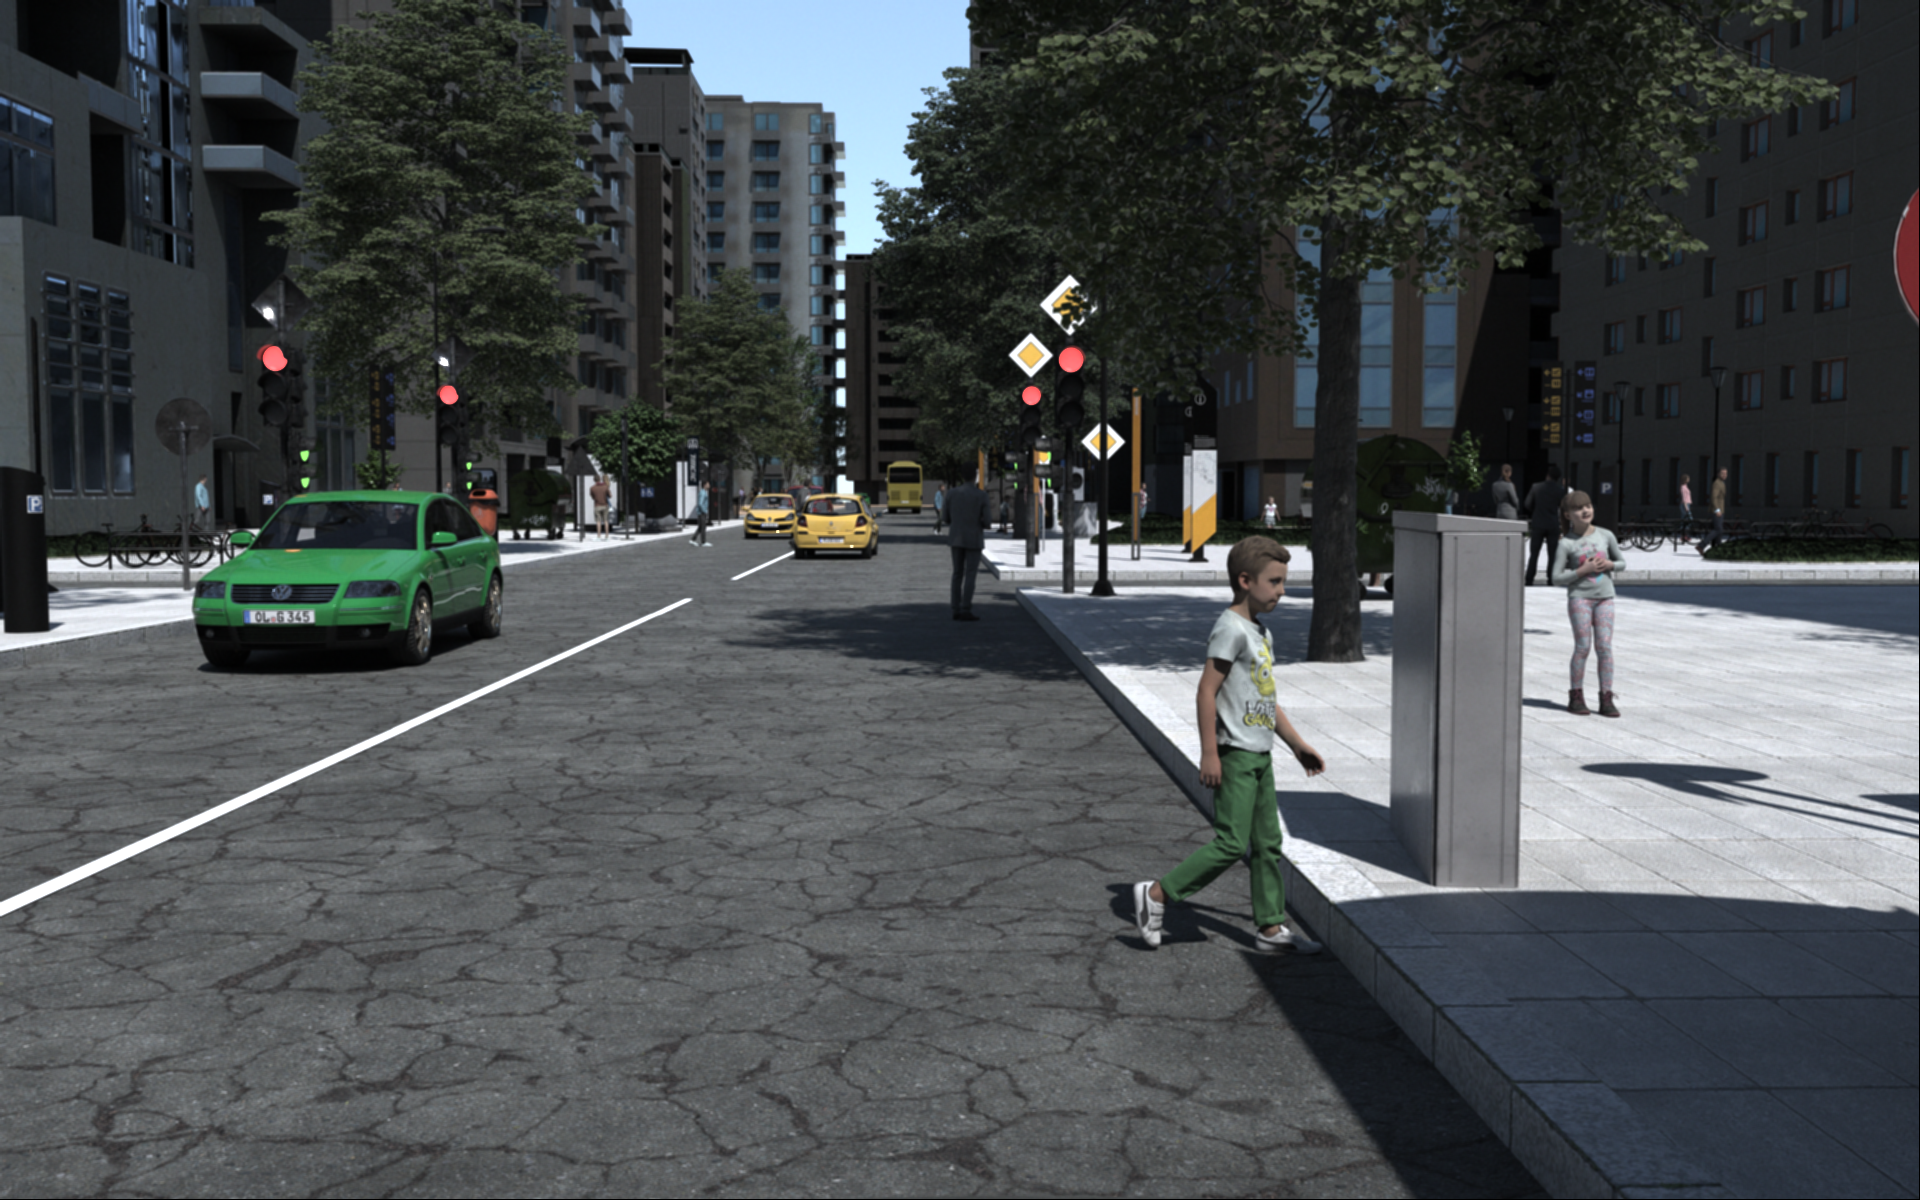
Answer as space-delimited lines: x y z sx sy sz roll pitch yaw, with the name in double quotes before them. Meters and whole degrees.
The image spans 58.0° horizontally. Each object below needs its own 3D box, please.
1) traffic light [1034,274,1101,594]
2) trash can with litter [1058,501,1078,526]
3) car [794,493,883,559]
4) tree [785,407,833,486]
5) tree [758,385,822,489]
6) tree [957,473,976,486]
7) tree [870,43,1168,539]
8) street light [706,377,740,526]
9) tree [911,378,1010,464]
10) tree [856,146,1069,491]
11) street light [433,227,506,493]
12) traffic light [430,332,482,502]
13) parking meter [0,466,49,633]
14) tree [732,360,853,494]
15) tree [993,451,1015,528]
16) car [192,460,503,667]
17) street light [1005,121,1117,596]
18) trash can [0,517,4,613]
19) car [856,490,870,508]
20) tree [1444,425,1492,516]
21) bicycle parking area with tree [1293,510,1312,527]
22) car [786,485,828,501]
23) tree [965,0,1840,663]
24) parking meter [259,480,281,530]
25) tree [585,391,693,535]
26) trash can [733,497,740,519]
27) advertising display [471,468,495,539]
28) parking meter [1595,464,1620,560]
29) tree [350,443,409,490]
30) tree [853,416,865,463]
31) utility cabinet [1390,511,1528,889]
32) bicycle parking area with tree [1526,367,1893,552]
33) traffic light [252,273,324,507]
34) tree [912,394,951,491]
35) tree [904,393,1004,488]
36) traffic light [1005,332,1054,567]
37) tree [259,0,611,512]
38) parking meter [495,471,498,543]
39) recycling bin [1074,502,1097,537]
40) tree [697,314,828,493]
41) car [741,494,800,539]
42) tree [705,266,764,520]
"traffic light" 1.383 -2.039 22.261 0.839 4.253 0.868 0 4 -1
"trash can with litter" 4.296 -3.492 68.480 0.624 1.170 1.055 -3 5 -42
"car" -2.781 -1.786 39.433 2.015 1.641 3.980 0 4 0
"tree" -12.497 -11.519 138.692 4.360 8.622 3.978 0 3 0
"tree" -10.853 -9.769 110.083 4.737 8.622 4.395 0 3 0
"tree" 0.264 -8.582 134.916 1.663 3.219 1.824 0 3 0
"tree" 1.856 -8.713 49.107 9.857 13.997 8.962 0 3 0
"street light" -9.430 -5.885 68.765 1.470 5.913 1.316 0 4 -1
"tree" 0.552 -14.446 146.567 12.009 13.543 11.850 0 3 0
"tree" 0.445 -14.584 94.335 12.611 20.169 13.585 0 3 0
"street light" -8.578 -3.528 30.226 1.470 5.913 1.316 0 4 -1
"traffic light" -8.747 -2.513 30.016 0.839 4.253 0.868 0 4 -1
"parking meter" -8.696 -0.470 16.097 0.372 1.533 0.369 0 3 0
"tree" -12.101 -11.413 121.020 8.767 10.594 7.601 0 4 -5
"tree" 2.214 -4.312 65.107 1.663 3.219 1.824 0 3 0
"car" -5.435 -0.430 15.833 1.959 1.807 4.718 0 4 -3
"street light" 1.263 -3.006 21.696 1.470 5.913 1.316 0 4 -1
"trash can" -10.185 -0.376 17.807 0.748 1.137 0.748 0 3 0
"car" -10.031 -10.170 175.076 1.959 1.807 4.718 0 3 0
"tree" 14.022 -3.250 47.731 1.663 3.219 1.824 0 3 0
"bicycle parking area with tree" 15.777 -4.352 58.152 8.231 4.147 9.016 3 5 41
"car" -6.660 -4.057 75.008 2.281 1.827 5.304 0 4 0
"tree" 3.107 -5.779 12.616 7.486 12.596 7.792 0 3 0
"parking meter" -12.006 -1.332 30.183 0.372 1.533 0.369 0 3 0
"tree" -10.271 -4.384 55.387 4.285 4.588 4.351 0 3 0
"trash can" -11.616 -4.707 88.615 0.748 1.137 0.748 0 3 0
"advertising display" -12.134 -2.334 43.372 0.974 1.923 0.123 -1 4 -13
"parking meter" 12.626 -1.718 33.802 0.399 1.863 0.255 2 4 35
"tree" -19.049 -3.773 56.290 1.663 3.219 1.824 0 3 0
"tree" -12.917 -14.220 166.904 8.767 10.594 7.601 1 4 19
"utility cabinet" 1.742 0.309 6.108 0.306 1.237 1.020 0 4 6
"bicycle parking area with tree" 16.870 -3.355 41.850 9.016 4.147 8.231 1 4 11
"traffic light" -8.576 -2.025 22.033 0.839 4.253 0.868 0 4 -1
"tree" -1.224 -15.257 175.212 9.928 11.665 9.643 0 3 0
"tree" -0.463 -15.021 162.602 9.611 12.733 9.660 0 3 0
"traffic light" 1.212 -2.527 30.244 0.839 4.253 0.868 0 4 -1
"tree" -10.809 -7.226 36.279 7.486 12.596 7.792 0 3 0
"parking meter" -11.879 -2.342 43.998 0.255 1.863 0.399 -1 4 -13
"recycling bin" 3.683 -2.446 52.553 0.722 1.027 0.722 2 4 34
"tree" -11.285 -10.552 98.288 9.928 11.665 9.643 0 3 0
"car" -6.066 -2.829 56.474 2.015 1.641 3.980 0 4 -2
"tree" -11.435 -10.274 86.102 7.486 12.596 7.792 0 3 0
